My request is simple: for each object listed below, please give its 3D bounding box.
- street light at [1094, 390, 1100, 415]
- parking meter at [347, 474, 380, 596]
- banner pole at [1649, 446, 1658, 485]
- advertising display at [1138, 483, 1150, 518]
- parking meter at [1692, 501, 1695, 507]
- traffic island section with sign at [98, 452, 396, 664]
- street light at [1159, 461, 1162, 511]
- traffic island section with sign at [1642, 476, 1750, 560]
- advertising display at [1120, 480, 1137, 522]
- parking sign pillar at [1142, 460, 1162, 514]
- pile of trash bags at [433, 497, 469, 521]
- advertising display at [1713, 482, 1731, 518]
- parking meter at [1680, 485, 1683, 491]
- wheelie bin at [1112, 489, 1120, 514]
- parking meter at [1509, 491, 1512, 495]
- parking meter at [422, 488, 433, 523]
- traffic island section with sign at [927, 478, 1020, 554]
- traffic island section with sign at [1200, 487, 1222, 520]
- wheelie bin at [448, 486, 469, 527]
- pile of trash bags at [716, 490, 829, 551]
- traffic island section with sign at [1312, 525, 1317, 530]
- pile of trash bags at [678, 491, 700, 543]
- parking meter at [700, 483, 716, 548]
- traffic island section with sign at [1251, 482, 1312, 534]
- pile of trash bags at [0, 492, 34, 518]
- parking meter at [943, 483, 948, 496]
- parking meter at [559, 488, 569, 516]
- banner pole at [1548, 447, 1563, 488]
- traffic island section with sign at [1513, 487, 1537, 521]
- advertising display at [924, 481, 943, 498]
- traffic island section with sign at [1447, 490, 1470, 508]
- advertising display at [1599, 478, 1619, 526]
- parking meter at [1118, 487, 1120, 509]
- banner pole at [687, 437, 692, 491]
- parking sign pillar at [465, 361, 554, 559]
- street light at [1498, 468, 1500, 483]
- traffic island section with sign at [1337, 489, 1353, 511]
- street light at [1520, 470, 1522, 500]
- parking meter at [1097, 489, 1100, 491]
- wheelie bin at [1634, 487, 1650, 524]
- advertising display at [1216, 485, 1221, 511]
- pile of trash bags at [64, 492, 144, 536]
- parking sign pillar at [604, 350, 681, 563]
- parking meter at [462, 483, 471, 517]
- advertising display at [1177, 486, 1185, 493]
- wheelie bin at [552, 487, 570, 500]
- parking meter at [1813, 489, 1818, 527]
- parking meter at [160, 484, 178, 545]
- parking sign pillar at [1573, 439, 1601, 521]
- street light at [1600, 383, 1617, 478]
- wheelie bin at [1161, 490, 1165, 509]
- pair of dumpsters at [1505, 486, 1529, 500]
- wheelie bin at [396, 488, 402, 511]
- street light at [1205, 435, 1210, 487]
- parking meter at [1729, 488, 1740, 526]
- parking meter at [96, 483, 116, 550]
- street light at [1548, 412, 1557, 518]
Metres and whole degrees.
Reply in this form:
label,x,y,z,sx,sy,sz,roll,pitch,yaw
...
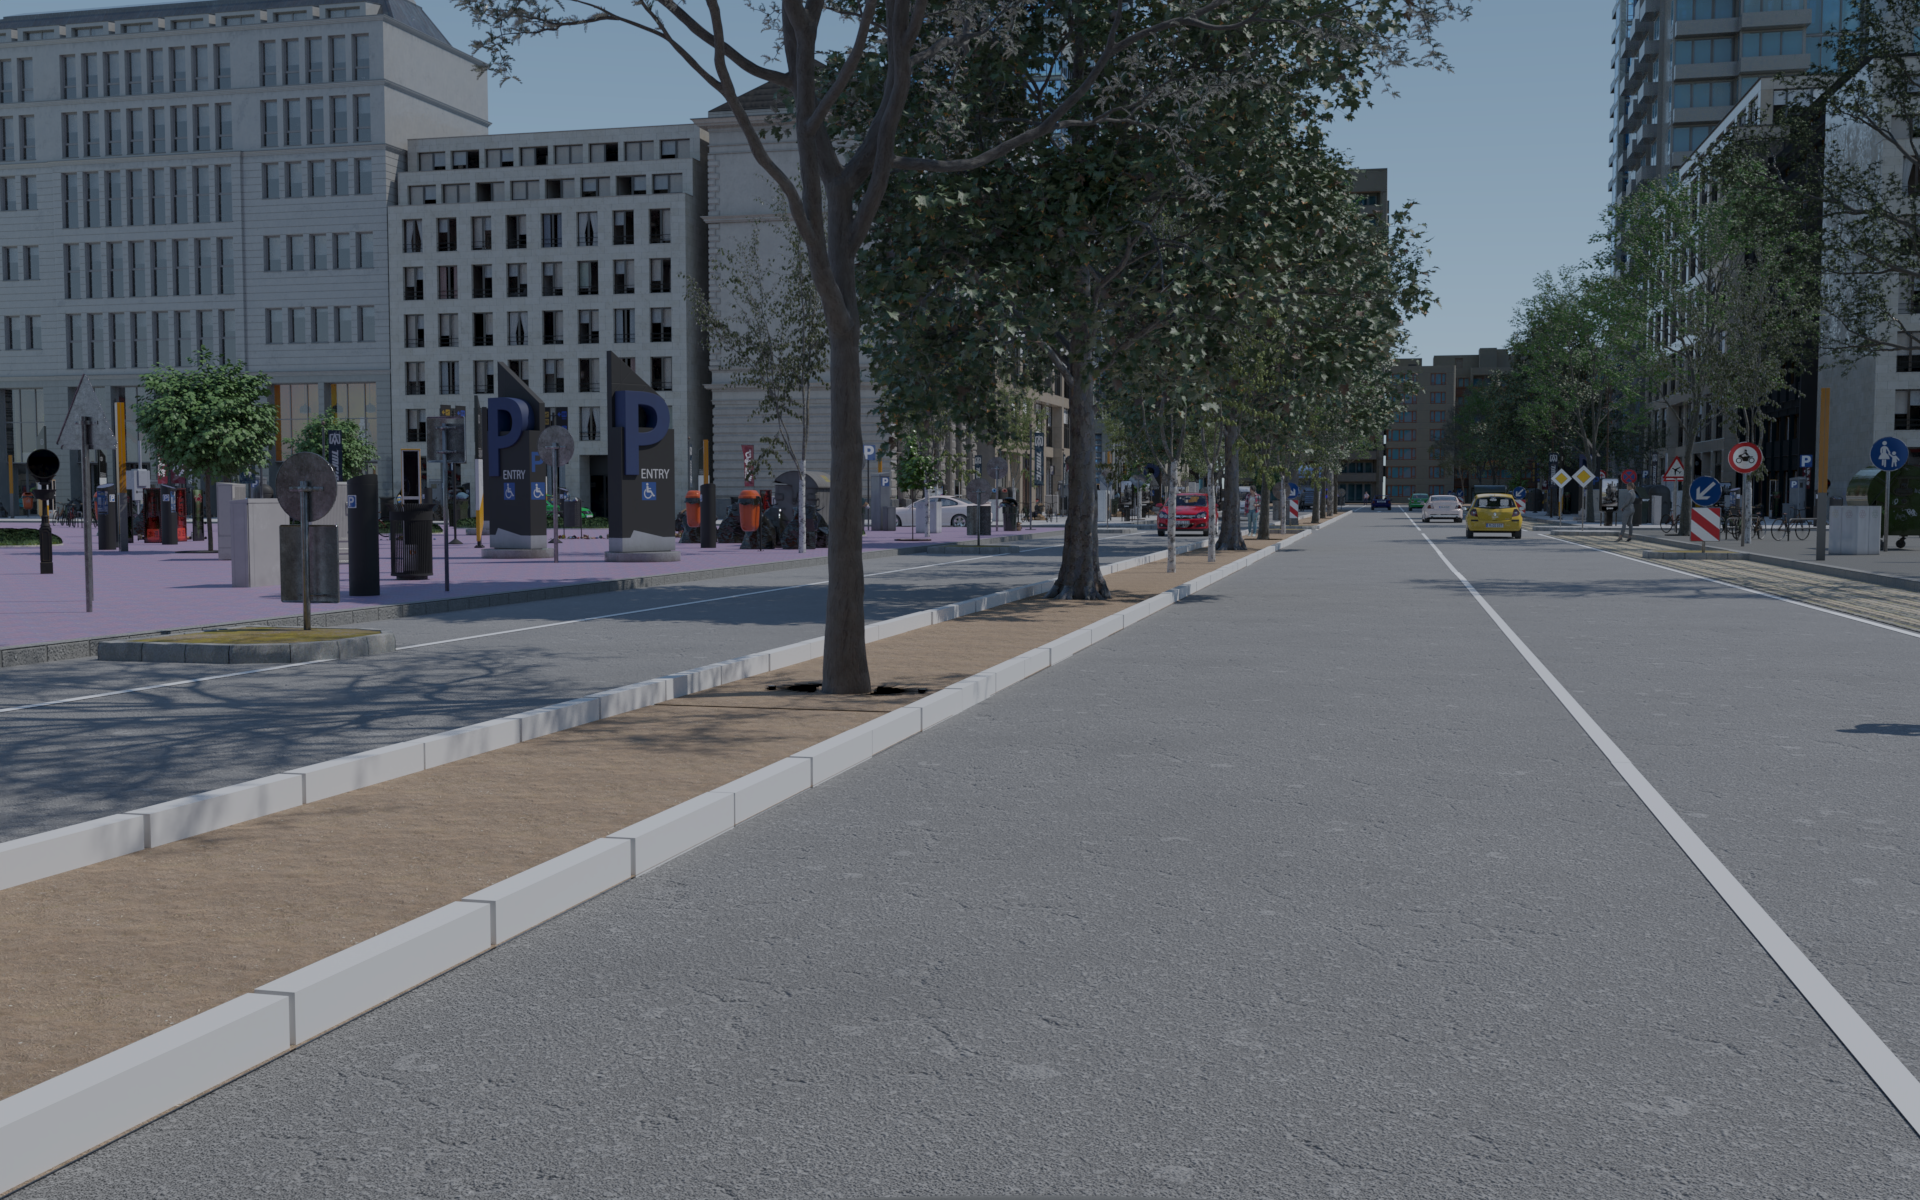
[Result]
label,x,y,z,sx,sy,sz,roll,pitch,yaw
street light,5.525,-6.098,72.495,0.468,5.910,1.993,1,4,14
parking meter,-7.535,-0.823,21.875,0.372,1.533,0.369,0,3,0
banner pole,36.235,-6.154,90.640,0.401,3.779,0.863,-1,4,-15
advertising display,9.835,-5.370,93.019,0.974,1.923,0.123,-3,4,-38
parking meter,36.569,-4.782,86.592,0.372,1.533,0.369,0,3,0
traffic island section with sign,-6.237,-0.426,15.594,1.989,1.847,2.006,1,4,14
street light,11.047,-7.492,95.277,0.468,5.910,1.993,1,4,14
traffic island section with sign,16.284,-1.823,38.439,1.989,1.847,2.006,1,4,14
advertising display,7.809,-4.630,80.909,0.123,1.923,0.974,-2,4,-28
parking sign pillar,12.110,-7.425,109.869,1.447,3.967,1.447,0,4,-6
pile of trash bags,-23.819,-4.455,82.585,3.447,1.369,1.912,0,4,8
advertising display,41.479,-5.448,94.288,0.974,1.923,0.123,0,4,-5
parking meter,45.252,-6.280,108.383,0.255,1.863,0.399,0,4,5
wheelie bin,9.704,-6.272,110.461,0.693,1.594,0.980,0,4,6
parking meter,42.010,-7.554,131.926,0.372,1.533,0.369,0,3,0
parking meter,-20.714,-3.608,67.397,0.372,1.533,0.369,0,3,0
traffic island section with sign,0.391,-2.061,42.320,1.989,1.847,2.006,1,4,14
traffic island section with sign,13.602,-5.327,95.730,1.989,1.847,2.006,1,4,14
wheelie bin,-19.729,-3.679,68.068,0.980,1.594,0.693,1,4,20
pile of trash bags,-4.275,-1.865,40.243,1.912,1.369,3.447,1,4,17
traffic island section with sign,13.416,-3.788,70.078,2.006,1.907,1.989,1,4,14
pile of trash bags,-6.463,-2.165,45.145,1.912,1.369,3.447,1,4,9
parking meter,-5.990,-2.005,41.188,0.372,1.533,0.369,0,3,0
traffic island section with sign,11.626,-3.349,62.889,2.006,1.907,1.989,1,4,14
pile of trash bags,-52.121,-5.146,93.896,3.447,1.369,1.912,-2,4,-32
parking meter,-0.857,-5.214,90.962,0.399,1.863,0.255,3,5,44
parking meter,-16.098,-3.792,70.418,0.372,1.533,0.369,0,3,0
banner pole,31.707,-6.244,92.107,0.863,3.779,0.401,2,4,28
traffic island section with sign,29.499,-5.090,91.854,1.989,1.847,2.006,1,4,14
advertising display,-1.244,-4.669,81.558,0.974,1.923,0.123,-2,4,-25
traffic island section with sign,48.193,-9.709,167.364,1.989,1.847,2.006,1,4,14
advertising display,25.895,-3.908,69.116,0.974,1.923,0.123,-2,4,-28
parking meter,13.691,-8.703,148.000,0.255,1.863,0.399,3,4,37
banner pole,-11.827,-5.257,75.964,0.401,3.779,0.863,0,4,3
parking sign pillar,-8.905,-2.833,34.797,1.447,3.967,1.447,3,4,37
street light,43.554,-10.223,139.926,0.468,5.910,1.993,1,4,14
traffic island section with sign,31.464,-8.250,143.025,2.006,1.907,1.989,1,4,14
street light,37.952,-8.830,117.163,0.468,5.910,1.993,1,4,14
parking meter,6.907,-4.674,84.828,0.372,1.533,0.369,0,3,0
wheelie bin,29.216,-4.079,74.606,0.980,1.594,0.693,-3,4,-36
advertising display,19.149,-7.528,128.299,0.123,1.923,0.974,-1,4,-10
pile of trash bags,-25.732,-2.672,53.433,1.912,1.369,3.447,0,4,-1
parking sign pillar,-6.072,-2.725,33.023,1.447,3.967,1.447,3,5,40
parking meter,-25.232,-5.060,88.447,0.255,1.863,0.399,3,4,38
advertising display,18.449,-8.553,145.048,0.974,1.923,0.123,2,4,24
wheelie bin,-18.454,-4.420,80.182,0.693,1.594,0.980,3,4,36
parking meter,33.652,-3.635,67.851,0.372,1.533,0.369,0,3,0
parking meter,-20.027,-2.168,43.855,0.372,1.533,0.369,0,3,0
parking sign pillar,30.487,-5.834,83.864,1.447,3.967,1.447,0,4,-8
street light,26.427,-5.989,70.713,0.468,5.910,1.993,1,4,14
wheelie bin,16.006,-7.901,137.089,0.693,1.594,0.980,-2,4,-25
pair of dumpsters,43.928,-8.205,136.638,1.574,2.255,4.437,1,4,14
wheelie bin,-25.613,-4.418,80.150,0.693,1.594,0.980,1,4,15
street light,16.824,-8.881,117.997,0.468,5.910,1.993,1,4,14
parking meter,30.766,-3.692,68.776,0.372,1.533,0.369,0,3,0
parking meter,-19.603,-1.918,39.777,0.372,1.533,0.369,0,3,0
street light,32.107,-7.407,93.886,0.468,5.910,1.993,1,4,14
